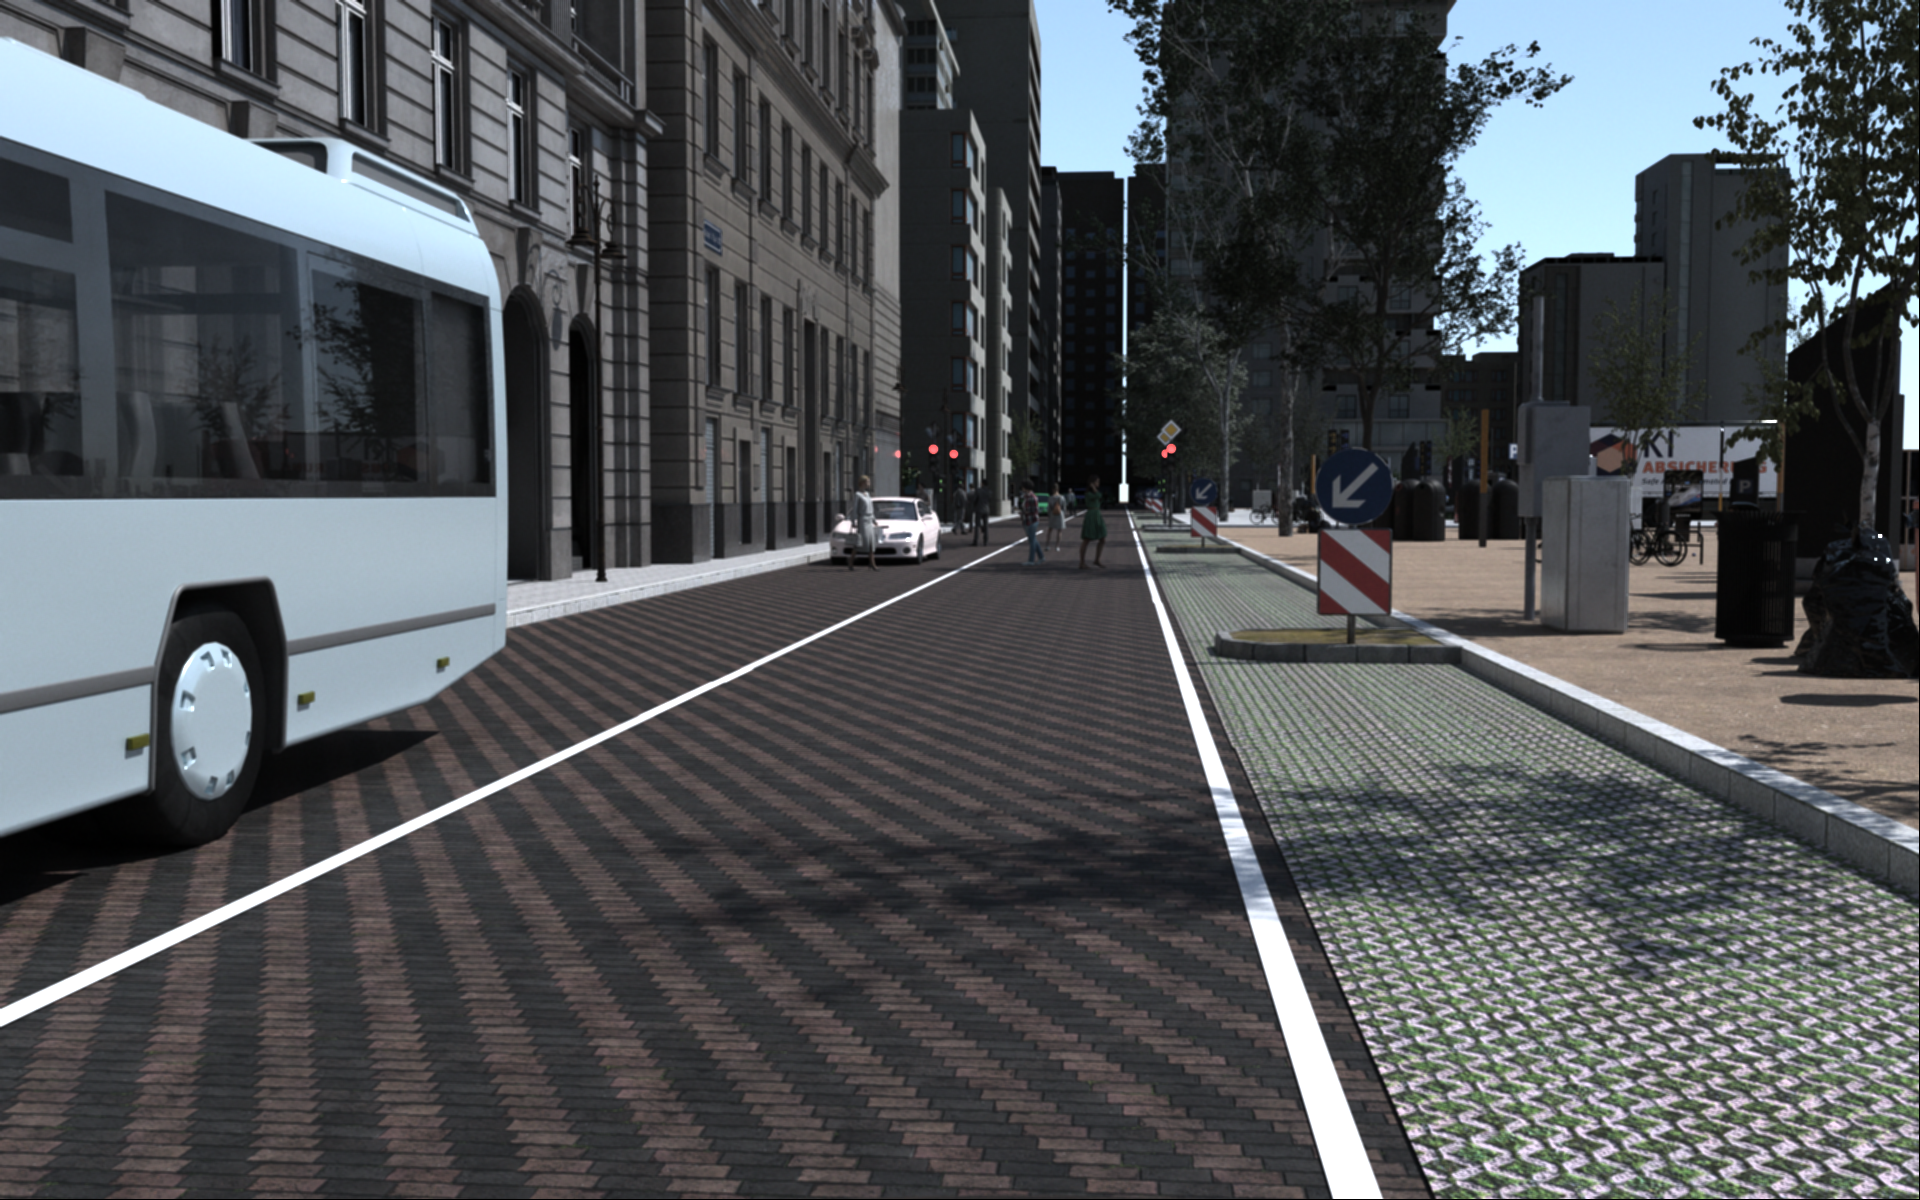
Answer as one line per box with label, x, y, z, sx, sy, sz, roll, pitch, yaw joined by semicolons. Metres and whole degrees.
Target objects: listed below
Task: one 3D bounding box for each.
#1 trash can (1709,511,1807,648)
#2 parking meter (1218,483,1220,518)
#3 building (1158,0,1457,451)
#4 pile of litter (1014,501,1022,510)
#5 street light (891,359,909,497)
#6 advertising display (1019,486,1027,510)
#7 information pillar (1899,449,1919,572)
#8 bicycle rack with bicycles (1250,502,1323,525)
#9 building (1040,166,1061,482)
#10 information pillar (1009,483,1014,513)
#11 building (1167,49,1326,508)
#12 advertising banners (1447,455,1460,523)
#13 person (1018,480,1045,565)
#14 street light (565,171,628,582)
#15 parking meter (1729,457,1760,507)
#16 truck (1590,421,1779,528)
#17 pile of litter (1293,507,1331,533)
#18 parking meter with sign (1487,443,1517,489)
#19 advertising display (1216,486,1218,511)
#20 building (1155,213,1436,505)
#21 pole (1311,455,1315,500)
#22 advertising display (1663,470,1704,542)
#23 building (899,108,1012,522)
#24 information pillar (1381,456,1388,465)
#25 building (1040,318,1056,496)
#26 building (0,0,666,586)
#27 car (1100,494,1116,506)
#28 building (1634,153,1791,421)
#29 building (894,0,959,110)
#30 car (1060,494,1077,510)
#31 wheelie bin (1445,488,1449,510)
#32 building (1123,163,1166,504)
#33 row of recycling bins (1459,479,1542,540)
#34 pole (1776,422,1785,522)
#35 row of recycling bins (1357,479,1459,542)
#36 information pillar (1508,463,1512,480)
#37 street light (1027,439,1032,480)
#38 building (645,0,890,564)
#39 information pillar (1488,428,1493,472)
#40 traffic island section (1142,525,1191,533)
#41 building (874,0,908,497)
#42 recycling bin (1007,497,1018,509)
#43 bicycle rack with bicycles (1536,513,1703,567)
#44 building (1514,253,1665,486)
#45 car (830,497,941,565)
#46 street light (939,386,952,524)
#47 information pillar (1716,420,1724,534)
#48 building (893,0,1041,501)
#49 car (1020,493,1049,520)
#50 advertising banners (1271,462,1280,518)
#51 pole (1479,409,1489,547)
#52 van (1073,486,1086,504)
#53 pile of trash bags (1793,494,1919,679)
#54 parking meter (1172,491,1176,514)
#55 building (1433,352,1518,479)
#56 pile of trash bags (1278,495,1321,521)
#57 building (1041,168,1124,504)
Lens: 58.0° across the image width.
trash can;6.719;-0.182;14.622;0.748;1.137;0.748;0;3;0
parking meter;14.317;-5.443;94.699;0.399;1.863;0.255;-1;4;-9
building;35.499;-36.329;183.212;28.713;52.752;27.495;0;4;5
pile of litter;4.534;-7.553;137.457;1.176;0.858;1.719;3;4;38
street light;-2.024;-5.299;59.434;0.468;5.910;1.993;0;4;5
advertising display;5.126;-7.958;135.332;0.974;1.923;0.123;1;4;10
information pillar;15.640;-1.472;28.560;0.304;2.012;0.304;-1;4;-12
bicycle rack with bicycles;14.179;-3.691;73.731;2.925;0.926;2.852;3;5;40
building;5.638;-32.678;217.875;14.086;41.232;14.154;0;4;5
information pillar;3.514;-6.911;117.483;0.304;2.012;0.304;-1;4;-10
building;26.623;-29.355;163.548;14.154;41.232;14.086;0;4;5
advertising banners;21.999;-4.918;76.601;0.090;3.025;2.074;-1;4;-9
person;1.452;-1.558;34.814;0.643;1.720;0.563;-1;4;-11
street light;-5.258;-3.207;25.222;0.468;5.910;1.993;0;4;5
parking meter;12.102;-1.287;26.747;0.399;1.863;0.255;2;4;28
truck;29.288;-4.817;67.673;11.283;4.237;2.839;0;4;7
pile of litter;11.551;-2.615;56.720;1.719;0.858;1.176;2;4;28
parking meter with sign;18.671;-3.925;60.440;0.543;3.016;1.738;-2;4;-28
advertising display;19.814;-7.831;133.258;0.123;1.923;0.974;0;4;3
building;39.962;-31.627;208.986;32.217;40.220;23.993;0;4;5
pole;18.320;-5.876;89.908;0.158;3.312;0.155;0;3;0
advertising display;19.307;-2.510;46.258;0.974;1.923;0.123;1;4;11
building;-11.943;-15.202;93.596;27.650;21.520;28.899;0;4;5
information pillar;26.055;-7.031;106.317;0.504;3.616;0.183;1;4;20
building;-4.138;-20.858;186.069;27.650;21.520;28.899;0;4;5
building;-12.424;-10.858;19.323;13.314;21.916;24.055;0;4;5
car;17.442;-12.004;205.057;1.959;1.807;4.718;0;4;7
building;90.623;-32.208;210.201;14.086;41.232;14.154;0;4;5
building;-13.405;-26.847;130.826;32.217;40.220;23.993;0;4;5
car;9.547;-8.938;154.938;1.959;1.807;4.718;0;4;5
wheelie bin;24.606;-4.964;89.068;0.980;1.594;0.693;0;4;6
building;29.920;-35.893;236.962;14.200;45.320;14.600;0;4;5
row of recycling bins;15.897;-2.566;49.064;3.534;1.692;1.069;-1;4;-9
pole;22.989;-3.342;48.479;0.158;3.312;0.155;0;3;0
row of recycling bins;12.280;-2.523;48.368;1.069;1.692;3.534;-1;4;-22
information pillar;41.811;-8.585;131.717;0.183;3.616;0.504;-1;4;-16
street light;5.740;-10.357;142.130;0.468;5.910;1.993;0;4;5
building;-9.391;-15.061;43.516;12.463;27.353;25.104;0;4;5
information pillar;18.890;-4.312;61.859;0.183;3.616;0.504;0;4;-5
traffic island section;7.951;-2.629;65.257;2.009;0.180;2.903;0;4;5
building;-11.477;-12.974;61.283;18.267;20.994;9.793;0;4;5
recycling bin;4.255;-7.840;140.735;0.722;1.027;0.722;-3;4;-38
bicycle rack with bicycles;12.274;-1.124;31.755;2.852;0.926;2.925;-1;4;-21
building;76.511;-26.901;211.532;14.107;30.474;14.160;0;4;5
car;-1.524;-1.496;36.816;2.083;1.381;4.827;0;4;7
street light;-0.620;-6.208;74.296;0.468;5.910;1.993;0;4;5
information pillar;24.122;-3.887;54.903;0.183;3.616;0.504;1;4;22
building;-3.720;-32.795;159.894;21.300;48.544;21.600;0;4;5
car;4.314;-5.343;96.153;1.959;1.807;4.718;0;4;4
advertising banners;16.987;-5.905;92.741;0.090;3.025;2.074;1;4;18
pole;12.650;-2.935;41.829;0.158;3.312;0.155;0;3;0
van;13.835;-11.815;197.563;2.240;2.365;5.245;0;4;6
pile of trash bags;6.883;-0.146;12.140;1.912;1.369;3.447;2;4;27
parking meter;13.838;-6.357;112.353;0.372;1.533;0.369;0;3;0
building;79.557;-24.159;240.045;28.899;21.520;27.650;0;4;5
pile of trash bags;16.688;-4.398;81.663;3.447;1.369;1.912;1;4;19
building;15.434;-36.049;239.503;14.200;45.320;14.600;0;4;5
